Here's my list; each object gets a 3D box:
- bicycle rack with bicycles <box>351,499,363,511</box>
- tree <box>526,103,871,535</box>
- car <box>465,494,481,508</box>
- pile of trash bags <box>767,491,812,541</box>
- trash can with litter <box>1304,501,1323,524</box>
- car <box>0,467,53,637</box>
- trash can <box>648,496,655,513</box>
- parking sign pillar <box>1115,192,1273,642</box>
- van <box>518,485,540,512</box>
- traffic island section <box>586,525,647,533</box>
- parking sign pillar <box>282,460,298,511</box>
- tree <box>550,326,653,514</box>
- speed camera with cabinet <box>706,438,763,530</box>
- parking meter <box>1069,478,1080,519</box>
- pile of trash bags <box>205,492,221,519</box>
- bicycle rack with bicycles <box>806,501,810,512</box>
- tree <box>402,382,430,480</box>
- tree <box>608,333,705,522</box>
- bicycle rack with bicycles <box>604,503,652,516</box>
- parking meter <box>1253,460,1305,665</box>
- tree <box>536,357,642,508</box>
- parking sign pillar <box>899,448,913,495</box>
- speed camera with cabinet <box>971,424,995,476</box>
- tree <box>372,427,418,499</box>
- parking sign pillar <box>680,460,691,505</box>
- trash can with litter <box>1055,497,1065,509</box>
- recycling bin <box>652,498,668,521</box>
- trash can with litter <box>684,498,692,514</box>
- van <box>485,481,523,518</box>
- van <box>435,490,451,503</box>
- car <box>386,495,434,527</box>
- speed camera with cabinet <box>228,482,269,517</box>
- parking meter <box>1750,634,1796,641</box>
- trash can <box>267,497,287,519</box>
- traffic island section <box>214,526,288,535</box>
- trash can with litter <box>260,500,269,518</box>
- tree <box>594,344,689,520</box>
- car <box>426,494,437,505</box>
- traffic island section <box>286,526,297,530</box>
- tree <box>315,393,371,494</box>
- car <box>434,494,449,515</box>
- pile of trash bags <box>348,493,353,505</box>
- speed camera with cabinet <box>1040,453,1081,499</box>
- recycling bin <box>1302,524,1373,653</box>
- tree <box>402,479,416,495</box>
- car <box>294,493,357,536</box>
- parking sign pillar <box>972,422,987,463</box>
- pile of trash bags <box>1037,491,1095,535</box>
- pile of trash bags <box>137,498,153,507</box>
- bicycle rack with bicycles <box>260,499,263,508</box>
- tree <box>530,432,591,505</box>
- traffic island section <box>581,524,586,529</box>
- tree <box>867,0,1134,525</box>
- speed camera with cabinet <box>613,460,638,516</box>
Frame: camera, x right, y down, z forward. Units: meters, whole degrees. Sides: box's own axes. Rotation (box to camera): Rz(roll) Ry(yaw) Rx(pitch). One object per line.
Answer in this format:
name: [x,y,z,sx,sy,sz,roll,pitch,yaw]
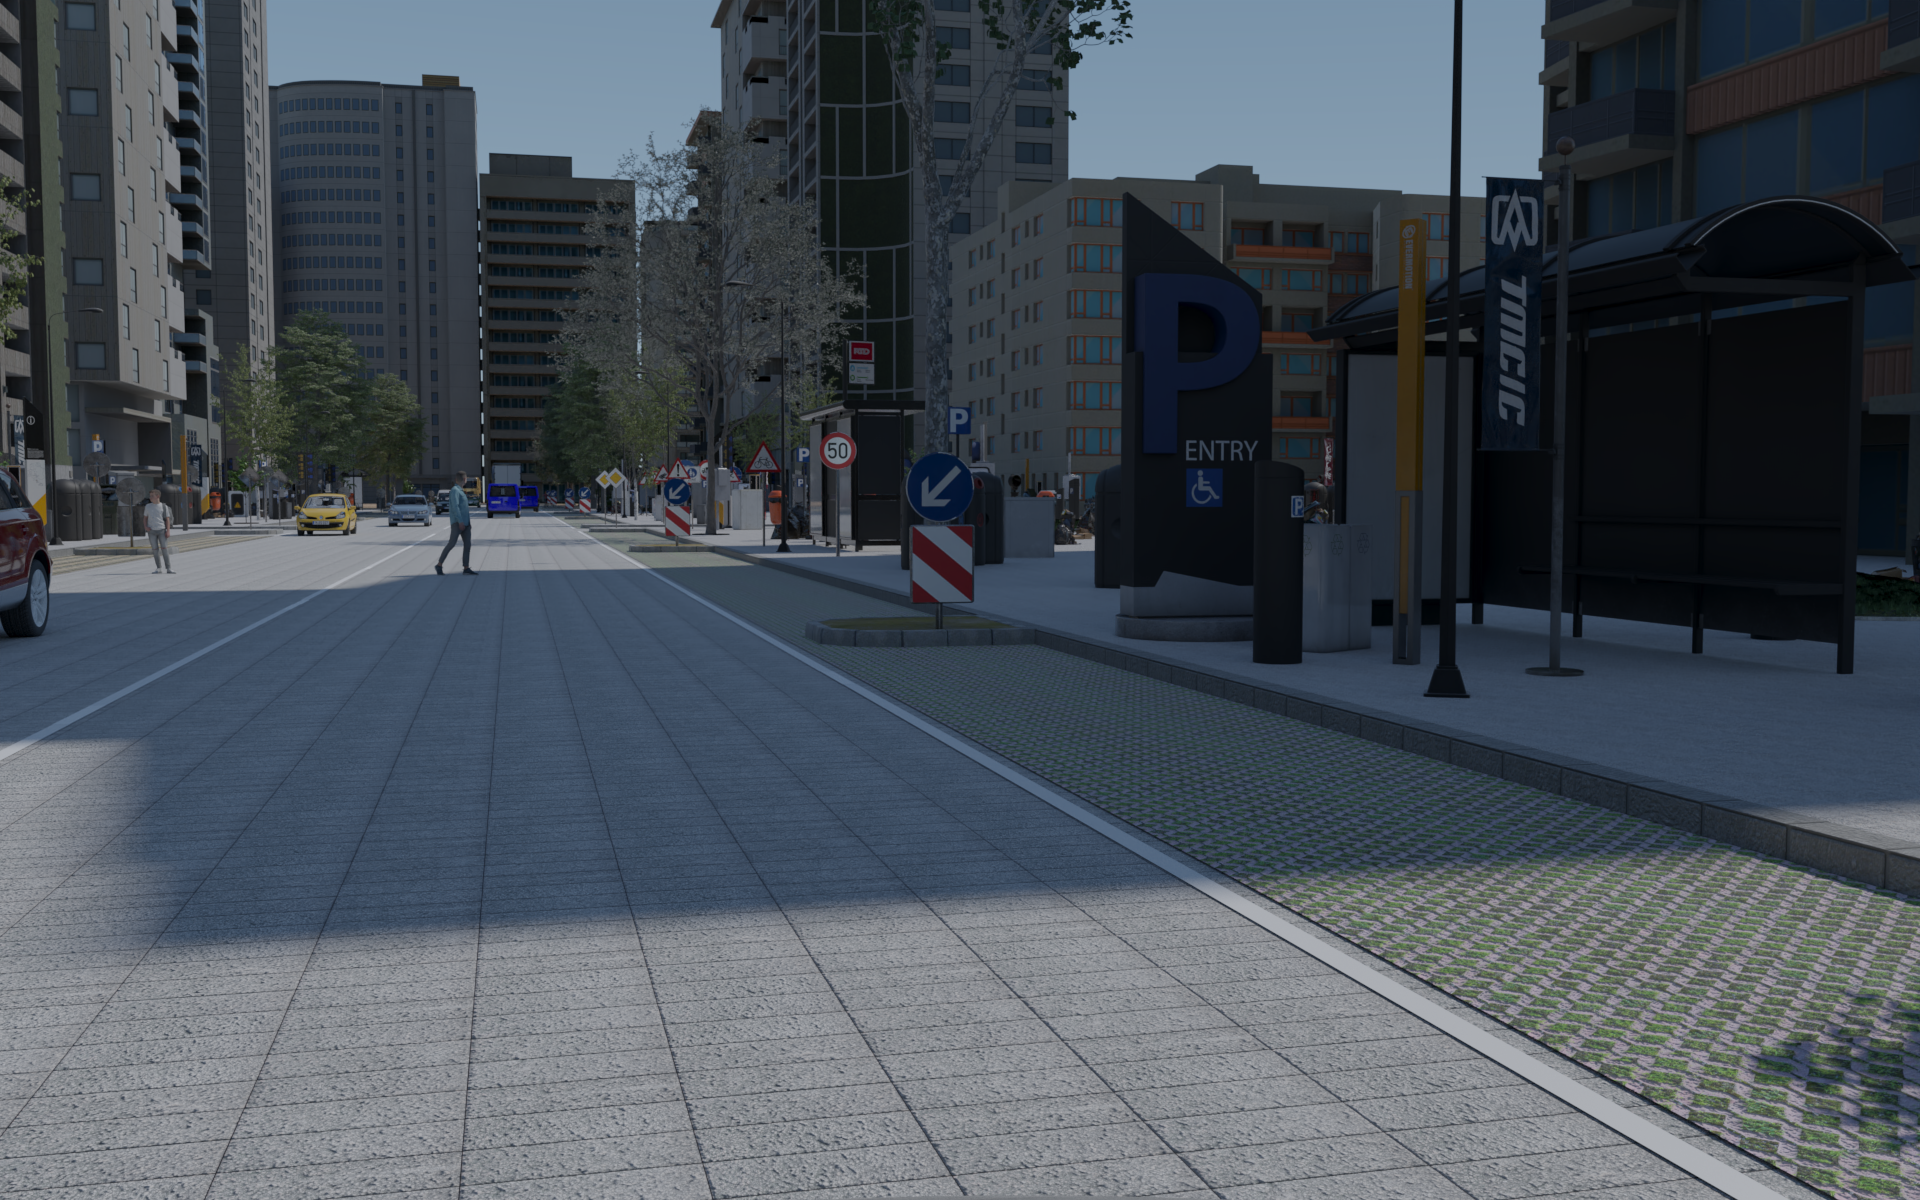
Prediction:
bicycle rack with bicycles: [-46.920,-7.240,131.760,2.852,0.926,2.925,1,4,10]
tree: [-7.716,-8.785,54.004,12.009,13.543,11.850,0,3,0]
car: [-50.999,-10.329,180.670,2.131,1.459,4.920,-1,4,-13]
pile of trash bags: [-4.530,-2.405,49.067,1.912,1.369,3.447,1,4,19]
trash can with litter: [5.459,-1.049,28.540,1.055,1.170,0.624,1,4,15]
car: [-9.887,-0.431,15.723,2.281,1.827,5.304,-1,4,-13]
trash can: [-20.351,-6.315,114.896,0.748,1.137,0.748,0,3,0]
parking sign pillar: [2.131,-1.659,15.599,1.447,3.967,1.447,-1,4,-12]
van: [-34.698,-8.191,138.299,2.240,2.365,5.245,-1,4,-16]
traffic island section: [-12.963,-2.640,65.446,2.009,0.180,2.903,-1,4,-14]
parking sign pillar: [-51.667,-8.852,133.201,1.447,3.967,1.447,-3,5,-44]
tree: [-23.206,-11.968,113.807,7.486,12.596,7.792,0,3,0]
speed camera with cabinet: [-8.055,-4.133,61.907,2.038,3.252,0.660,-3,5,-40]
parking meter: [4.254,-3.601,64.591,0.255,1.863,0.399,-2,4,-33]
pile of trash bags: [-39.300,-4.865,89.294,1.912,1.369,3.447,1,4,12]
bicycle rack with bicycles: [-7.246,-5.012,95.329,2.852,0.926,2.925,-3,5,-43]
tree: [-53.168,-14.915,161.988,7.486,12.596,7.792,0,3,0]
tree: [-13.769,-7.844,78.618,4.737,8.622,4.395,0,3,0]
bicycle rack with bicycles: [-19.776,-5.533,103.844,2.925,0.926,2.852,0,4,-6]
parking meter: [2.421,-0.291,13.162,0.372,1.533,0.369,0,3,0]
tree: [-32.733,-15.185,154.935,9.857,13.997,8.962,0,3,0]
parking sign pillar: [-2.977,-6.530,95.233,1.447,3.967,1.447,-3,4,-36]
speed camera with cabinet: [-0.048,-3.349,49.098,2.038,3.252,0.660,0,4,-2]
tree: [-57.163,-13.604,172.788,4.737,8.622,4.395,0,3,0]
parking sign pillar: [-21.603,-9.143,137.964,1.447,3.967,1.447,-1,4,-22]
trash can with litter: [5.558,-4.957,92.430,1.055,1.170,0.624,-1,4,-11]
recycling bin: [-14.192,-4.281,82.545,0.722,1.027,0.722,-1,4,-18]
trash can with litter: [-18.527,-6.518,117.627,1.678,1.210,2.233,-2,4,-30]
van: [-27.370,-6.088,103.923,2.240,2.365,5.245,-1,4,-13]
van: [-50.769,-10.018,170.801,2.013,2.044,4.112,-1,4,-16]
car: [-24.574,-4.004,77.465,2.014,1.417,4.499,-1,4,-15]
speed camera with cabinet: [-39.322,-6.201,95.721,2.038,3.252,0.660,-1,4,-18]
parking meter: [7.201,-0.421,15.288,0.372,1.533,0.369,0,3,0]
trash can: [-34.387,-4.642,87.551,0.748,1.137,0.748,0,3,0]
traffic island section: [-25.496,-2.443,62.227,2.009,0.180,2.903,-1,4,-14]
trash can with litter: [-37.949,-5.116,95.026,1.055,1.170,0.624,-2,4,-34]
tree: [-15.572,-8.188,84.237,4.360,8.622,3.978,0,3,0]
car: [-62.297,-11.941,205.025,2.009,1.686,4.222,-1,4,-14]
traffic island section: [-27.493,-2.916,69.959,2.009,0.180,2.903,-1,4,-14]
tree: [-43.642,-10.394,120.303,4.737,8.622,4.395,0,3,0]
car: [-35.474,-6.756,120.247,2.009,1.686,4.222,-1,4,-14]
pile of trash bags: [-46.477,-7.274,128.684,1.912,1.369,3.447,2,4,32]
speed camera with cabinet: [4.778,-5.383,82.340,2.038,3.252,0.660,-2,4,-35]
recycling bin: [2.934,-0.113,14.399,0.722,1.027,0.722,-3,5,-43]
tree: [-62.968,-12.370,196.848,1.663,3.219,1.824,0,3,0]
car: [-22.175,-3.085,60.671,2.015,1.641,3.980,-1,4,-14]
parking sign pillar: [0.739,-4.624,64.079,1.447,3.967,1.447,0,4,7]
pile of trash bags: [4.088,-2.724,54.287,3.447,1.369,1.912,0,4,0]
pile of trash bags: [-48.797,-5.750,103.766,3.447,1.369,1.912,0,4,-5]
bicycle rack with bicycles: [-47.863,-6.626,121.713,2.852,0.926,2.925,0,4,-3]
tree: [-46.262,-17.679,206.054,9.611,12.733,9.660,0,3,0]
traffic island section: [-14.960,-3.113,73.179,2.009,0.180,2.903,-1,4,-14]
tree: [0.920,-10.406,26.019,12.611,20.169,13.585,0,3,0]
speed camera with cabinet: [-19.324,-6.467,100.064,0.660,3.252,2.038,1,4,16]
